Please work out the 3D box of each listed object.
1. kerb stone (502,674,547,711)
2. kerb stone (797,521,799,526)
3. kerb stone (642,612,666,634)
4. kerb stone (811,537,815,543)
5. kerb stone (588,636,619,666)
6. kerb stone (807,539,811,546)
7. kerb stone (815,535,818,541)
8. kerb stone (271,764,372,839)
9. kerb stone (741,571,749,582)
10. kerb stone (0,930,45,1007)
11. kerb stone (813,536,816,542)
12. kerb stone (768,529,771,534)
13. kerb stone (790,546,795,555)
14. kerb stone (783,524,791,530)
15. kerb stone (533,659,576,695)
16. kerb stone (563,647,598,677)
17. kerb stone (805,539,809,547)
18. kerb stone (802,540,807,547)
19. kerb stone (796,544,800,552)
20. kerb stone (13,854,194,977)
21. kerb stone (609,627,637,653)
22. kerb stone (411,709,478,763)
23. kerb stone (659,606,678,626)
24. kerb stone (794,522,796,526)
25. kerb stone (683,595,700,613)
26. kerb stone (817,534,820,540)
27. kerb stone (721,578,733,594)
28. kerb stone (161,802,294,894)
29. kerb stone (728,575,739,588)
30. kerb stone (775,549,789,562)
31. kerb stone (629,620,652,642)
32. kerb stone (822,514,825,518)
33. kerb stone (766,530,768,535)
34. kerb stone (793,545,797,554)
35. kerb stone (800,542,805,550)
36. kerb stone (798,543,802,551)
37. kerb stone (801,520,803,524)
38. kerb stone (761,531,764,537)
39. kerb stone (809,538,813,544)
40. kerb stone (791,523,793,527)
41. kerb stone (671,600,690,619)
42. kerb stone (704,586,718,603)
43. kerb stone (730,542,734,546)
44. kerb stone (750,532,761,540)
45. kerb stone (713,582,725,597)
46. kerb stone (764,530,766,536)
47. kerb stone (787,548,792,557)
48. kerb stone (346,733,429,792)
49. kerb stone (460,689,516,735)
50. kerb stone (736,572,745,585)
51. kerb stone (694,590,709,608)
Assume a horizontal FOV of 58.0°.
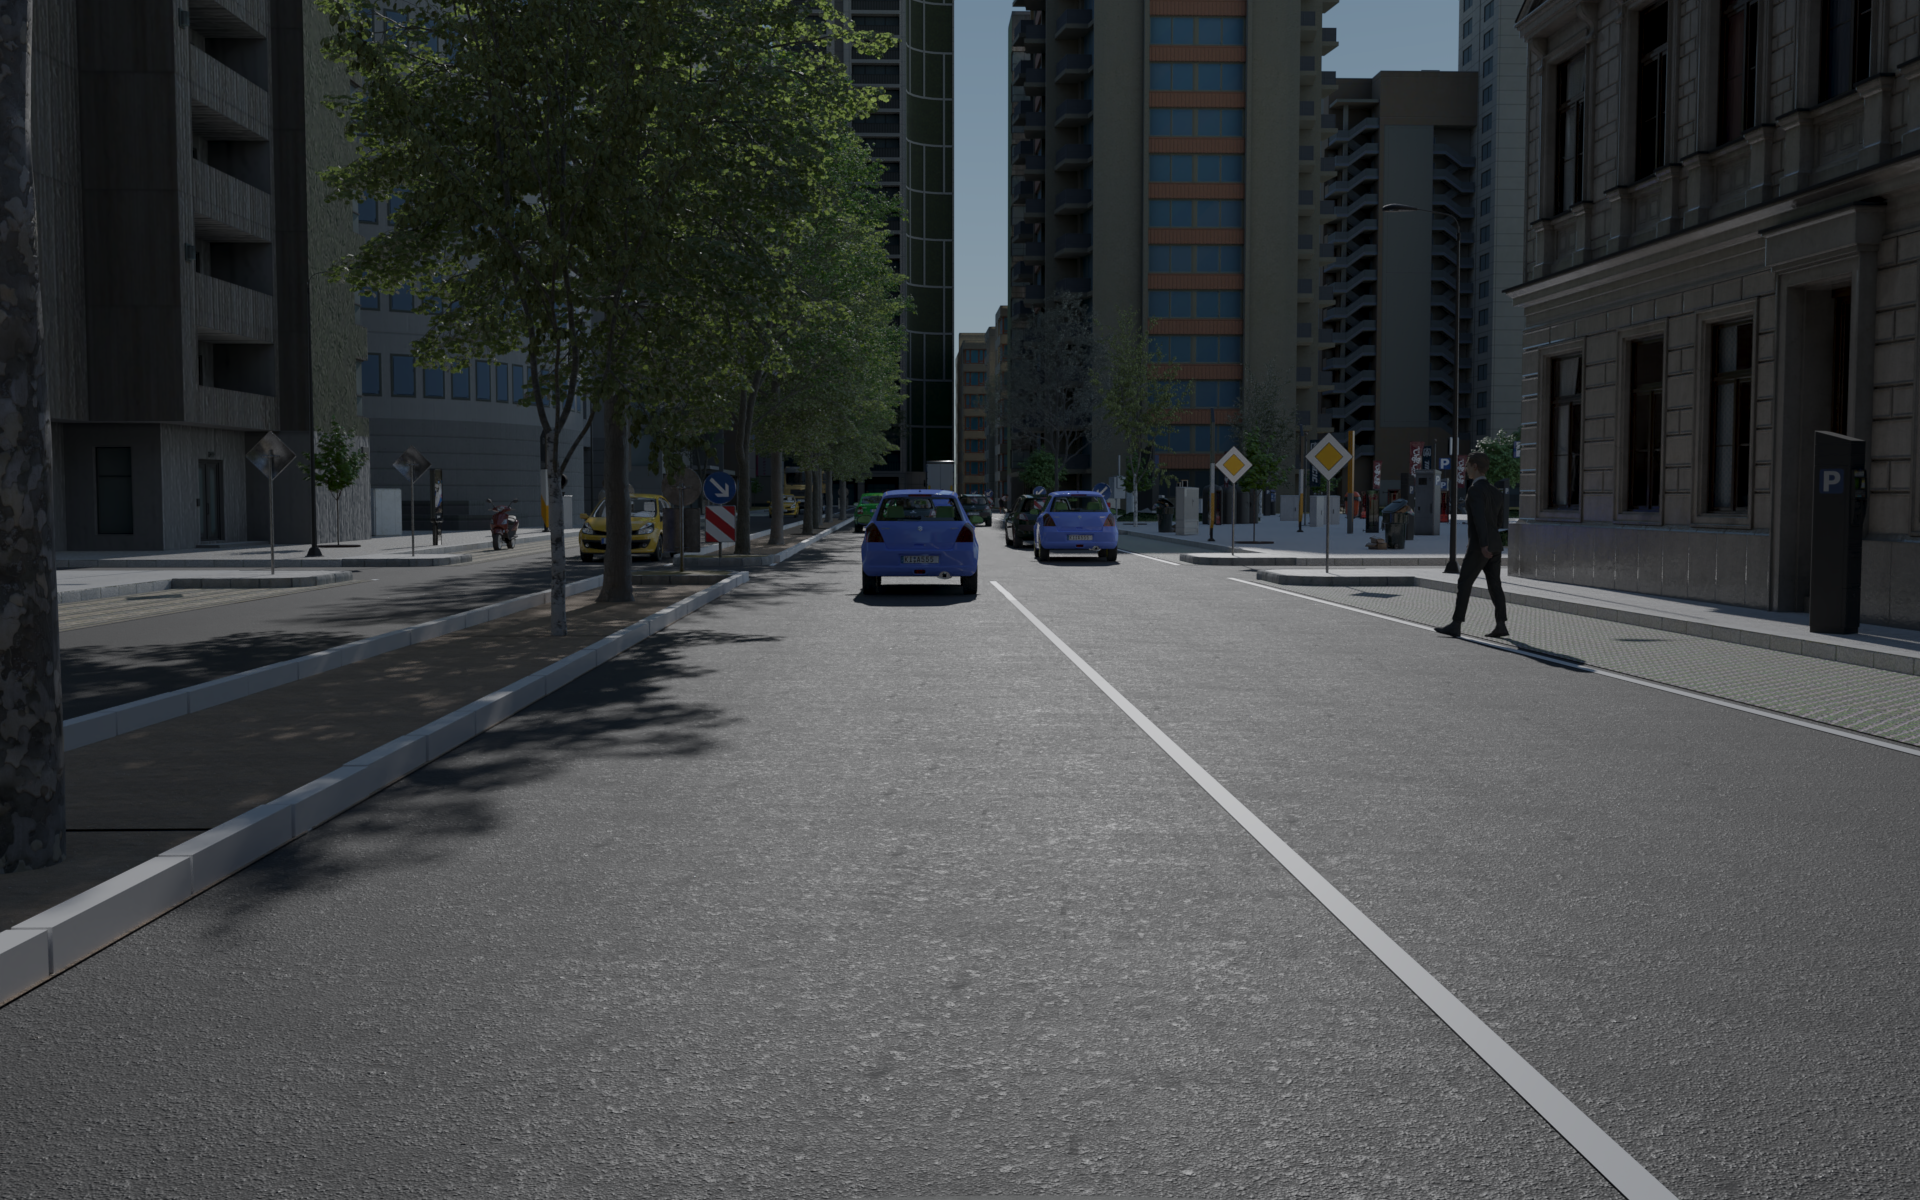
[{"bbox_3d":[-2.986,0.644,11.778,0.120,0.150,1.000,0,4,-2],"label":"kerb stone"},{"bbox_3d":[-7.354,-3.338,76.770,0.120,0.150,1.000,0,4,-2],"label":"kerb stone"},{"bbox_3d":[-3.199,0.260,17.945,0.120,0.150,1.000,0,4,-2],"label":"kerb stone"},{"bbox_3d":[-4.290,-1.651,49.227,0.120,0.150,1.000,0,4,-2],"label":"kerb stone"},{"bbox_3d":[-3.085,0.451,14.857,0.120,0.150,1.000,0,4,-2],"label":"kerb stone"},{"bbox_3d":[-4.219,-1.528,47.174,0.120,0.150,1.000,0,4,-2],"label":"kerb stone"},{"bbox_3d":[-4.359,-1.779,51.284,0.120,0.150,1.000,0,4,-2],"label":"kerb stone"},{"bbox_3d":[-2.836,0.892,7.685,0.120,0.150,1.000,0,4,-2],"label":"kerb stone"},{"bbox_3d":[-3.544,-0.367,28.193,0.120,0.150,1.000,0,4,-2],"label":"kerb stone"},{"bbox_3d":[-2.734,1.078,4.613,0.120,0.150,1.000,0,4,-2],"label":"kerb stone"},{"bbox_3d":[-4.326,-1.713,50.249,0.120,0.150,1.000,0,4,-2],"label":"kerb stone"},{"bbox_3d":[-6.781,-2.336,60.388,0.120,0.150,1.000,0,4,-2],"label":"kerb stone"},{"bbox_3d":[-3.960,-1.089,40.001,0.120,0.150,1.000,0,4,-2],"label":"kerb stone"},{"bbox_3d":[-7.175,-3.024,71.644,0.120,0.150,1.000,0,4,-2],"label":"kerb stone"},{"bbox_3d":[-3.014,0.580,12.800,0.120,0.150,1.000,0,4,-2],"label":"kerb stone"},{"bbox_3d":[-3.056,0.518,13.828,0.120,0.150,1.000,0,4,-2],"label":"kerb stone"},{"bbox_3d":[-4.182,-1.465,46.147,0.120,0.150,1.000,0,4,-2],"label":"kerb stone"},{"bbox_3d":[-4.142,-1.402,45.116,0.120,0.150,1.000,0,4,-2],"label":"kerb stone"},{"bbox_3d":[-4.032,-1.211,42.044,0.120,0.150,1.000,0,4,-2],"label":"kerb stone"},{"bbox_3d":[-2.768,1.015,5.634,0.120,0.150,1.000,0,4,-2],"label":"kerb stone"},{"bbox_3d":[-3.127,0.386,15.887,0.120,0.150,1.000,0,4,-2],"label":"kerb stone"},{"bbox_3d":[-2.908,0.763,9.727,0.120,0.150,1.000,0,4,-2],"label":"kerb stone"},{"bbox_3d":[-3.238,0.200,18.980,0.120,0.150,1.000,0,4,-2],"label":"kerb stone"},{"bbox_3d":[-7.286,-3.212,74.709,0.120,0.150,1.000,0,4,-2],"label":"kerb stone"},{"bbox_3d":[-3.304,0.072,21.023,0.120,0.150,1.000,0,4,-2],"label":"kerb stone"},{"bbox_3d":[-4.399,-1.834,52.306,0.120,0.150,1.000,0,4,-2],"label":"kerb stone"},{"bbox_3d":[-3.442,-0.178,25.112,0.120,0.150,1.000,0,4,-2],"label":"kerb stone"},{"bbox_3d":[-2.806,0.950,6.657,0.120,0.150,1.000,0,4,-2],"label":"kerb stone"},{"bbox_3d":[-3.484,-0.241,26.133,0.120,0.150,1.000,0,4,-2],"label":"kerb stone"},{"bbox_3d":[-3.897,-0.963,37.940,0.120,0.150,1.000,0,4,-2],"label":"kerb stone"},{"bbox_3d":[-3.168,0.331,16.913,0.120,0.150,1.000,0,4,-2],"label":"kerb stone"},{"bbox_3d":[-8.500,-5.345,109.582,0.120,0.150,1.000,0,4,-2],"label":"kerb stone"},{"bbox_3d":[-6.749,-2.273,59.358,0.120,0.150,1.000,0,4,-2],"label":"kerb stone"},{"bbox_3d":[-4.004,-1.151,41.022,0.120,0.150,1.000,0,4,-2],"label":"kerb stone"},{"bbox_3d":[-4.111,-1.336,44.090,0.120,0.150,1.000,0,4,-2],"label":"kerb stone"},{"bbox_3d":[-4.076,-1.274,43.068,0.120,0.150,1.000,0,4,-2],"label":"kerb stone"},{"bbox_3d":[-7.459,-3.526,79.838,0.120,0.150,1.000,0,4,-2],"label":"kerb stone"},{"bbox_3d":[-6.680,-2.147,57.302,0.120,0.150,1.000,0,4,-2],"label":"kerb stone"},{"bbox_3d":[-4.248,-1.591,48.200,0.120,0.150,1.000,0,4,-2],"label":"kerb stone"},{"bbox_3d":[-7.212,-3.087,72.665,0.120,0.150,1.000,0,4,-2],"label":"kerb stone"},{"bbox_3d":[-3.272,0.134,20.001,0.120,0.150,1.000,0,4,-2],"label":"kerb stone"},{"bbox_3d":[-3.375,-0.053,23.069,0.120,0.150,1.000,0,4,-2],"label":"kerb stone"},{"bbox_3d":[-6.308,-1.517,47.080,0.120,0.150,1.000,0,4,-2],"label":"kerb stone"},{"bbox_3d":[-6.637,-2.077,56.276,0.120,0.150,1.000,0,4,-2],"label":"kerb stone"},{"bbox_3d":[-3.410,-0.112,24.090,0.120,0.150,1.000,0,4,-2],"label":"kerb stone"},{"bbox_3d":[-6.713,-2.205,58.330,0.120,0.150,1.000,0,4,-2],"label":"kerb stone"},{"bbox_3d":[-3.925,-1.026,38.972,0.120,0.150,1.000,0,4,-2],"label":"kerb stone"},{"bbox_3d":[-2.881,0.825,8.706,0.120,0.150,1.000,0,4,-2],"label":"kerb stone"},{"bbox_3d":[-2.942,0.700,10.752,0.120,0.150,1.000,0,4,-2],"label":"kerb stone"},{"bbox_3d":[-3.514,-0.300,27.163,0.120,0.150,1.000,0,4,-2],"label":"kerb stone"},{"bbox_3d":[-3.340,0.009,22.047,0.120,0.150,1.000,0,4,-2],"label":"kerb stone"}]
